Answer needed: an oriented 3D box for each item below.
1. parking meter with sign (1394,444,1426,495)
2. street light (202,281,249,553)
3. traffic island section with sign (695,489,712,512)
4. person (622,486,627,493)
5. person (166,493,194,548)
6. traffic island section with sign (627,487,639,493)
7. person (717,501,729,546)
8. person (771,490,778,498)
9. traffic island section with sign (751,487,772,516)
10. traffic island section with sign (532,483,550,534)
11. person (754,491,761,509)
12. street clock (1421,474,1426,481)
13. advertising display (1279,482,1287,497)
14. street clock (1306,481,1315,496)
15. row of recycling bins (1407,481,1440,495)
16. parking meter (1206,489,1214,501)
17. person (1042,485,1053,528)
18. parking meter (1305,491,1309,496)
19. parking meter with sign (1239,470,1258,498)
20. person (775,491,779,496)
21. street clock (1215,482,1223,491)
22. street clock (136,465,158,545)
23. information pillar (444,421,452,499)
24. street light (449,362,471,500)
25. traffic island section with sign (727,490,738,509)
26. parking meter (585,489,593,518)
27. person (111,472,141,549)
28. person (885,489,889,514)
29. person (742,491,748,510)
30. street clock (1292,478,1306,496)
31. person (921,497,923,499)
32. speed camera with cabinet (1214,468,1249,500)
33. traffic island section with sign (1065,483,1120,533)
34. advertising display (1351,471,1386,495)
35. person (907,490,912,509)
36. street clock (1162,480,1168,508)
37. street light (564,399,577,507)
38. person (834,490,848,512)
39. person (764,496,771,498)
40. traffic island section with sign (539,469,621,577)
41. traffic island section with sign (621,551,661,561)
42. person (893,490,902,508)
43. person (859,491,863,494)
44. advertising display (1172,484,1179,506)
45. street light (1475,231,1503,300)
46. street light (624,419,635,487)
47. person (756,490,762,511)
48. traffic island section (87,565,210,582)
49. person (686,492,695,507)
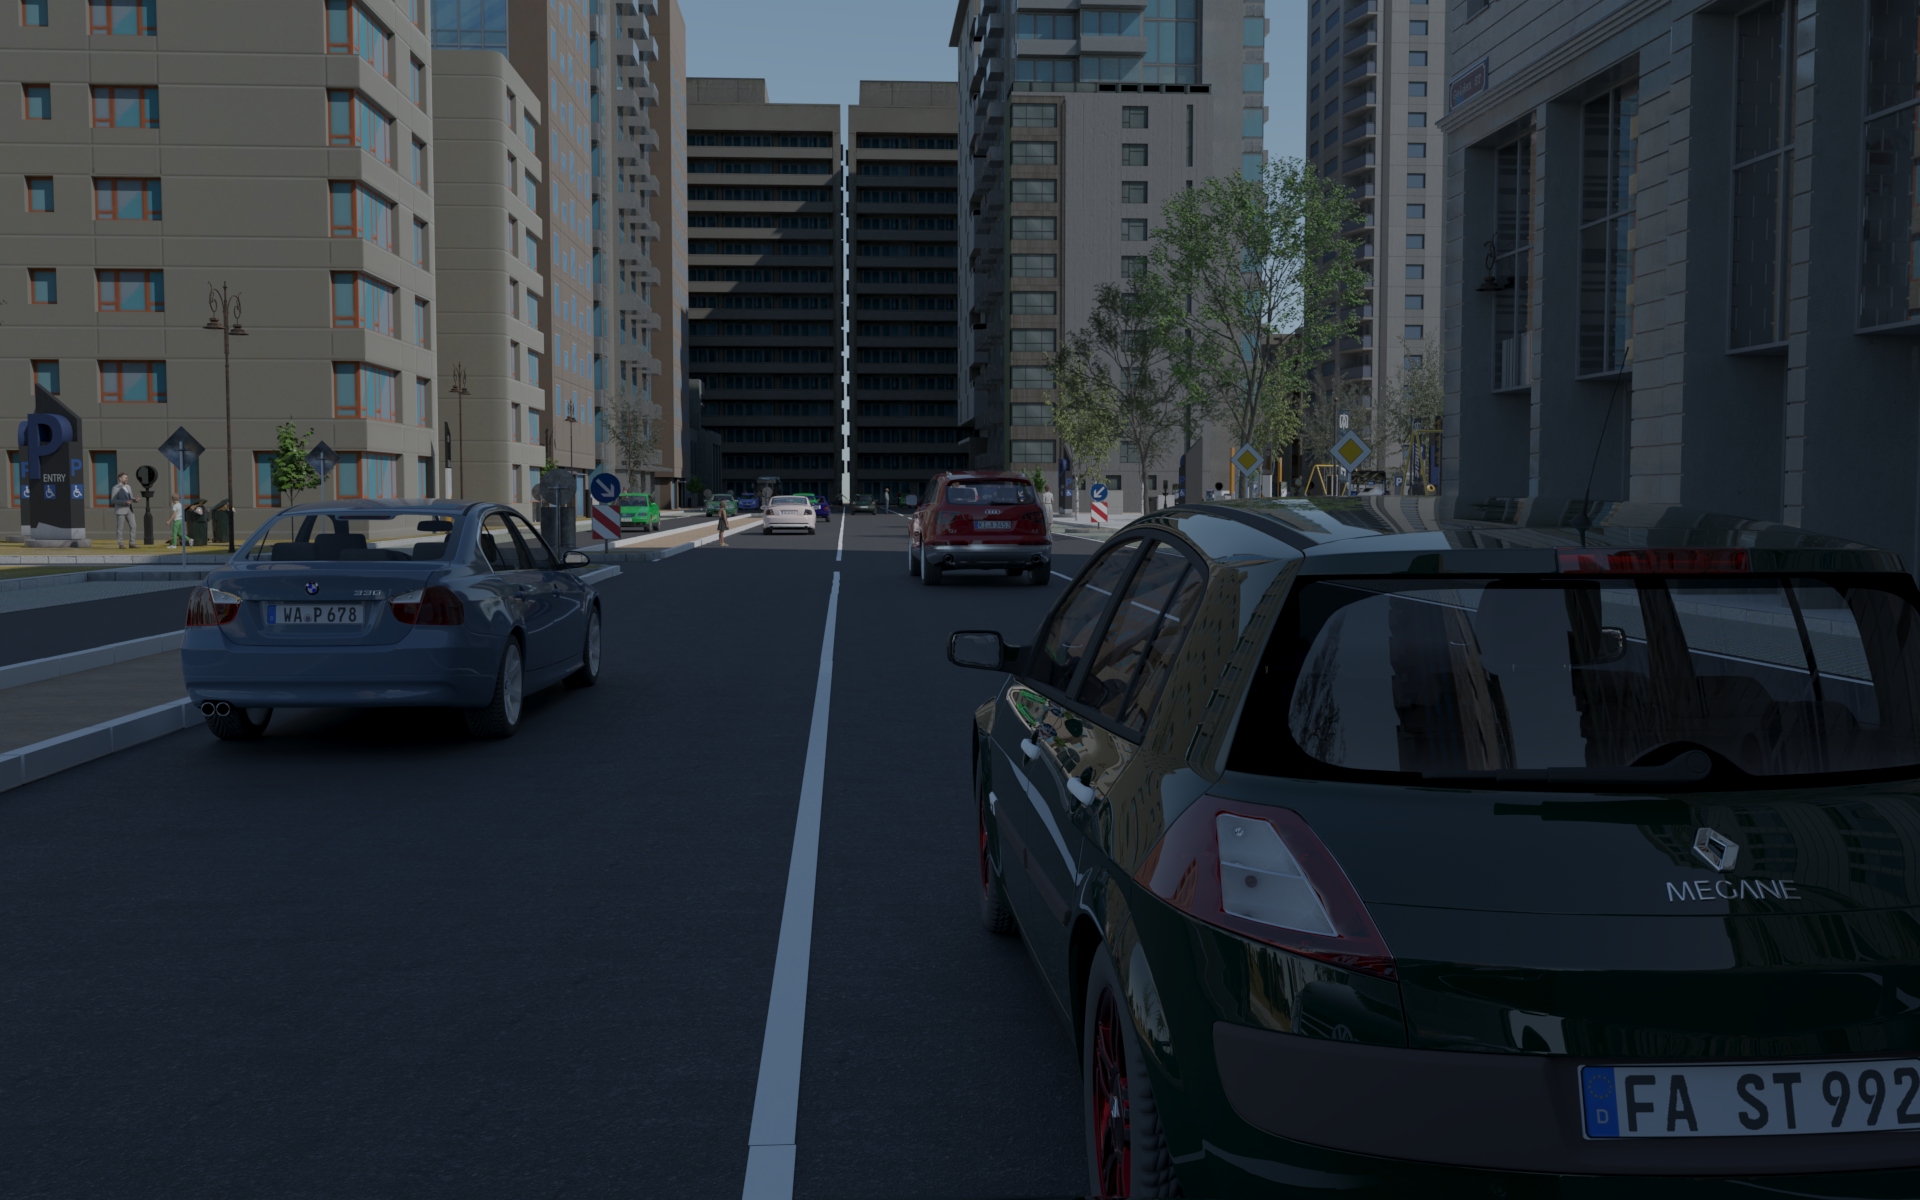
[{"bbox_3d":[15.398,-3.903,60.078,1.738,3.016,0.543,-3,5,-41],"label":"parking meter with sign"},{"bbox_3d":[-15.935,-3.972,37.724,0.468,5.910,1.993,0,4,-4],"label":"street light"},{"bbox_3d":[-20.251,-7.996,139.367,1.989,1.847,2.006,0,4,-4],"label":"traffic island section with sign"},{"bbox_3d":[-20.516,-6.079,106.029,0.593,1.750,0.643,3,4,37],"label":"person"},{"bbox_3d":[-18.447,-1.874,40.931,0.590,1.304,0.306,-1,4,-22],"label":"person"},{"bbox_3d":[-17.018,-4.989,90.202,1.989,1.847,2.006,0,4,-4],"label":"traffic island section with sign"},{"bbox_3d":[-6.581,-2.140,48.161,0.373,1.253,0.362,-2,4,-28],"label":"person"},{"bbox_3d":[-16.211,-8.673,150.331,1.348,1.821,0.705,1,4,17],"label":"person"},{"bbox_3d":[-12.582,-6.401,112.790,2.006,1.907,1.989,0,4,-4],"label":"traffic island section with sign"},{"bbox_3d":[-15.219,-3.313,62.797,1.989,1.847,2.006,0,4,-4],"label":"traffic island section with sign"},{"bbox_3d":[-19.221,-9.489,164.449,0.445,1.727,0.742,2,4,33],"label":"person"},{"bbox_3d":[16.954,-3.627,63.865,0.358,2.002,0.471,-1,4,-21],"label":"street clock"},{"bbox_3d":[16.935,-5.237,90.844,0.123,1.923,0.974,2,4,29],"label":"advertising display"},{"bbox_3d":[19.555,-5.643,96.839,0.471,2.002,0.358,-1,4,-9],"label":"street clock"},{"bbox_3d":[16.151,-2.971,55.697,3.534,1.692,1.069,0,4,-2],"label":"row of recycling bins"},{"bbox_3d":[12.092,-4.608,83.744,0.372,1.533,0.369,0,3,0],"label":"parking meter"},{"bbox_3d":[3.119,-3.256,62.300,0.480,1.755,0.524,-2,4,-28],"label":"person"},{"bbox_3d":[23.217,-6.548,115.478,0.372,1.533,0.369,0,3,0],"label":"parking meter"},{"bbox_3d":[17.022,-6.424,101.300,0.543,3.016,1.738,-2,4,-33],"label":"parking meter with sign"},{"bbox_3d":[-17.898,-9.728,168.267,0.721,1.735,1.217,-3,5,-40],"label":"person"},{"bbox_3d":[15.645,-6.118,104.599,0.471,2.002,0.358,1,4,19],"label":"street clock"},{"bbox_3d":[-20.496,-2.394,43.706,0.471,2.002,0.358,0,4,-8],"label":"street clock"},{"bbox_3d":[-16.518,-3.948,55.911,0.183,3.616,0.504,0,4,-4],"label":"information pillar"},{"bbox_3d":[-17.490,-5.377,60.709,0.468,5.910,1.993,0,4,-4],"label":"street light"},{"bbox_3d":[-22.084,-9.694,167.119,1.989,1.847,2.006,0,4,-4],"label":"traffic island section with sign"},{"bbox_3d":[-19.778,-5.133,92.339,0.372,1.533,0.369,0,3,0],"label":"parking meter"},{"bbox_3d":[-19.527,-2.101,40.598,0.583,1.804,0.606,1,4,14],"label":"person"},{"bbox_3d":[-5.138,-6.944,122.120,0.705,1.814,1.350,0,4,-3],"label":"person"},{"bbox_3d":[-19.879,-9.216,159.983,0.742,1.727,0.445,2,4,27],"label":"person"},{"bbox_3d":[15.182,-4.496,78.081,0.471,2.002,0.358,-2,4,-35],"label":"street clock"},{"bbox_3d":[-3.123,-9.539,164.429,1.348,1.831,0.705,-3,4,-38],"label":"person"},{"bbox_3d":[14.010,-5.810,89.329,2.038,3.252,0.660,-3,4,-37],"label":"speed camera with cabinet"},{"bbox_3d":[4.892,-3.364,63.627,1.989,1.847,2.006,0,4,-4],"label":"traffic island section with sign"},{"bbox_3d":[11.228,-2.600,47.717,0.974,1.923,0.123,1,4,17],"label":"advertising display"},{"bbox_3d":[-4.939,-9.928,170.853,1.348,1.821,0.705,3,5,43],"label":"person"},{"bbox_3d":[10.566,-5.169,89.084,0.358,2.002,0.471,0,4,4],"label":"street clock"},{"bbox_3d":[-18.921,-6.825,84.370,0.468,5.910,1.993,0,4,-4],"label":"street light"},{"bbox_3d":[-9.679,-8.049,140.884,1.217,1.735,0.721,1,4,22],"label":"person"},{"bbox_3d":[-15.940,-8.244,143.289,0.705,1.824,1.348,-3,4,-37],"label":"person"},{"bbox_3d":[-7.161,-1.363,30.422,2.006,1.907,1.989,0,4,-4],"label":"traffic island section with sign"},{"bbox_3d":[-7.638,-1.815,37.814,2.006,1.907,1.989,0,4,-4],"label":"traffic island section with sign"},{"bbox_3d":[-6.349,-10.620,182.106,1.348,1.831,0.705,0,4,-5],"label":"person"},{"bbox_3d":[-9.772,-9.753,168.778,0.721,1.723,1.217,0,4,1],"label":"person"},{"bbox_3d":[13.622,-6.286,107.991,0.123,1.923,0.974,-3,4,-38],"label":"advertising display"},{"bbox_3d":[9.110,-3.546,30.771,0.468,5.910,1.993,0,4,-4],"label":"street light"},{"bbox_3d":[-20.465,-8.230,107.355,0.468,5.910,1.993,0,4,-4],"label":"street light"},{"bbox_3d":[-17.592,-8.696,151.211,0.750,1.759,0.617,0,4,1],"label":"person"},{"bbox_3d":[-13.369,-0.459,29.780,2.009,0.180,2.903,0,4,-4],"label":"traffic island section"},{"bbox_3d":[-25.977,-9.798,166.224,1.348,1.826,0.705,-3,5,-40],"label":"person"}]
